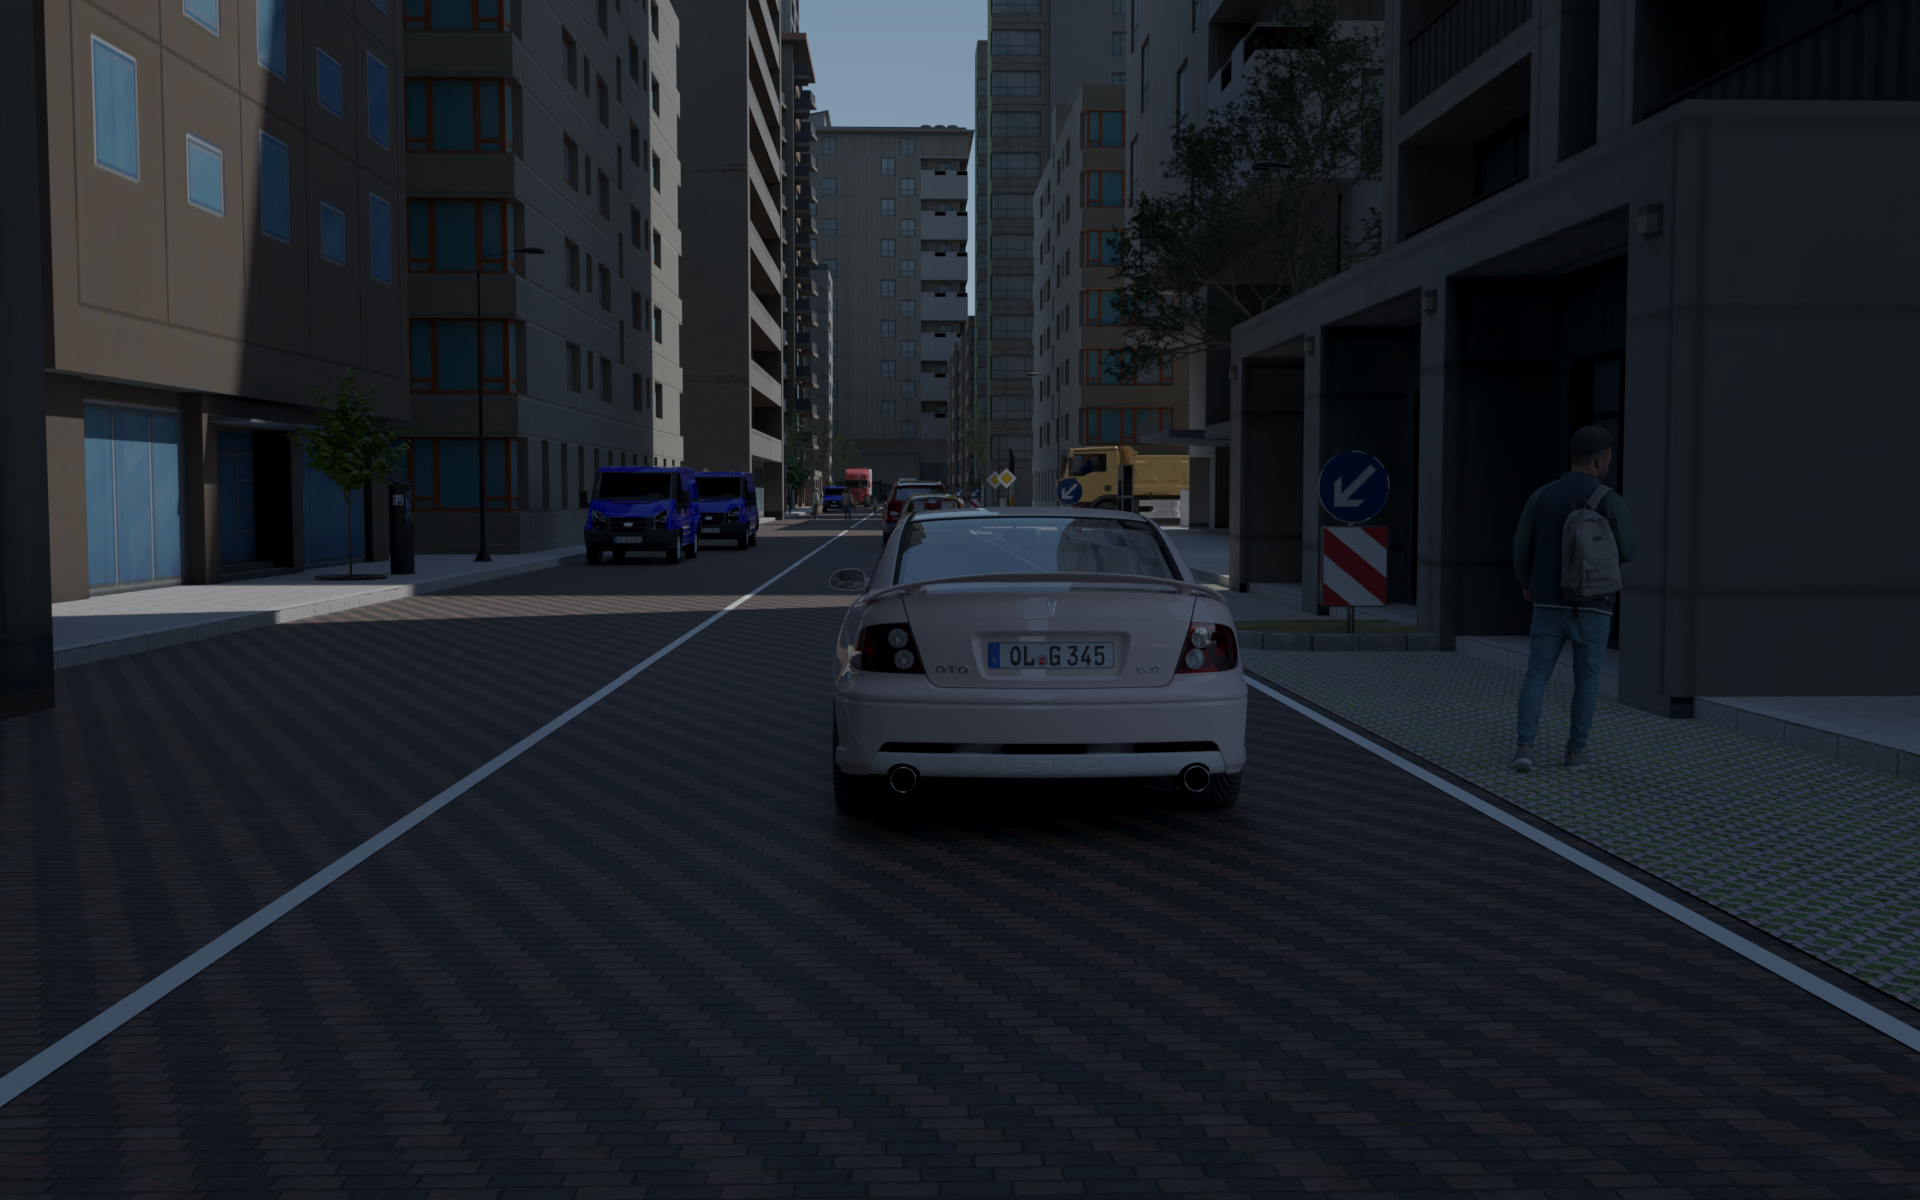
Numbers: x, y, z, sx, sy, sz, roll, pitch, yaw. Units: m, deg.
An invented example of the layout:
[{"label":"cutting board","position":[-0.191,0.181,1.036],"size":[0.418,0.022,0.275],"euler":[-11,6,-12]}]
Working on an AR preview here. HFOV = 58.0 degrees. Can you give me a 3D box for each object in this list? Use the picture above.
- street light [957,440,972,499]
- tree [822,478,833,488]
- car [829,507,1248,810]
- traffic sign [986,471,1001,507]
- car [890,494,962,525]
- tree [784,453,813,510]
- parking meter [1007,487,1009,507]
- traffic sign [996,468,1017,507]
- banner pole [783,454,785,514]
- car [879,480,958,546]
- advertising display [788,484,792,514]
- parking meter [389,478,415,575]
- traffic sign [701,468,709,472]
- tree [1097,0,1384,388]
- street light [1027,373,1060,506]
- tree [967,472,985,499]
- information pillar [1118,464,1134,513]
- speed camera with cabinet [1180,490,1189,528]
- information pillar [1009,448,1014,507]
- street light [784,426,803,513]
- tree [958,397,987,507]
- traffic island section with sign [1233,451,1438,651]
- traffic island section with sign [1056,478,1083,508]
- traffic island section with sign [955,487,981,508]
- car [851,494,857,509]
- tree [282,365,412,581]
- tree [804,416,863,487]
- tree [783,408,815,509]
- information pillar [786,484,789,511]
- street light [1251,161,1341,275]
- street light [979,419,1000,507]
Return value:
[{"label":"street light","position":[0.408,-10.805,149.205],"size":[1.470,5.913,1.316],"euler":[0,4,-2]},{"label":"tree","position":[-15.630,-13.051,207.979],"size":[1.663,3.219,1.824],"euler":[0,3,0]},{"label":"car","position":[0.316,0.190,9.255],"size":[2.083,1.381,4.827],"euler":[0,4,-1]},{"label":"traffic sign","position":[1.513,-4.330,74.431],"size":[0.795,2.450,0.064],"euler":[0,4,-2]},{"label":"car","position":[-0.687,-1.957,42.227],"size":[2.015,1.641,3.980],"euler":[0,4,-3]},{"label":"tree","position":[-13.567,-9.537,139.639],"size":[4.285,4.588,4.351],"euler":[0,3,0]},{"label":"parking meter","position":[2.754,-5.612,97.470],"size":[0.255,1.863,0.399],"euler":[2,4,26]},{"label":"traffic sign","position":[1.779,-3.841,66.450],"size":[0.795,2.450,0.064],"euler":[0,4,-2]},{"label":"banner pole","position":[-11.071,-7.253,108.600],"size":[0.401,3.779,0.863],"euler":[0,4,3]},{"label":"car","position":[-1.177,-2.491,49.398],"size":[2.281,1.827,5.304],"euler":[0,4,-2]},{"label":"advertising display","position":[-11.168,-6.633,113.656],"size":[0.123,1.923,0.974],"euler":[0,4,1]},{"label":"parking meter","position":[-8.940,-1.182,27.735],"size":[0.372,1.533,0.369],"euler":[0,3,0]},{"label":"traffic sign","position":[-9.709,-3.819,66.088],"size":[0.795,2.450,0.064],"euler":[0,4,-2]},{"label":"tree","position":[5.885,-5.954,31.762],"size":[7.601,10.594,8.767],"euler":[3,5,44]},{"label":"street light","position":[3.253,-5.740,66.383],"size":[1.470,5.913,1.316],"euler":[0,4,-2]},{"label":"tree","position":[1.658,-9.653,152.422],"size":[1.663,3.219,1.824],"euler":[0,3,0]},{"label":"information pillar","position":[4.066,-2.328,42.557],"size":[0.304,2.012,0.304],"euler":[-1,4,-15]},{"label":"speed camera with cabinet","position":[9.390,-4.433,66.816],"size":[2.038,3.252,0.660],"euler":[-3,5,-41]},{"label":"information pillar","position":[2.583,-5.846,86.929],"size":[0.183,3.616,0.504],"euler":[-1,4,-21]},{"label":"street light","position":[-11.327,-8.870,117.573],"size":[1.470,5.913,1.316],"euler":[0,4,-2]},{"label":"tree","position":[1.956,-11.163,132.883],"size":[4.737,8.622,4.395],"euler":[0,3,0]},{"label":"traffic island section with sign","position":[3.471,-0.489,16.619],"size":[1.989,1.847,2.006],"euler":[0,4,-2]},{"label":"traffic island section with sign","position":[2.572,-2.136,43.559],"size":[1.989,1.847,2.006],"euler":[0,4,-2]},{"label":"traffic island section with sign","position":[0.717,-5.533,99.094],"size":[1.989,1.847,2.006],"euler":[0,4,-2]},{"label":"car","position":[-10.830,-9.478,165.186],"size":[2.015,1.641,3.980],"euler":[0,4,-2]},{"label":"tree","position":[-9.053,-1.923,26.040],"size":[1.663,3.219,1.824],"euler":[0,3,0]},{"label":"tree","position":[-15.429,-16.410,202.716],"size":[8.767,10.594,7.601],"euler":[0,4,3]},{"label":"tree","position":[-14.279,-11.961,145.927],"size":[4.737,8.622,4.395],"euler":[0,3,0]},{"label":"information pillar","position":[-12.849,-7.596,128.684],"size":[0.304,2.012,0.304],"euler":[-3,5,-45]},{"label":"street light","position":[4.757,-3.168,24.331],"size":[1.470,5.913,1.316],"euler":[0,4,-2]},{"label":"street light","position":[1.861,-8.241,107.279],"size":[1.470,5.913,1.316],"euler":[0,4,-2]}]
